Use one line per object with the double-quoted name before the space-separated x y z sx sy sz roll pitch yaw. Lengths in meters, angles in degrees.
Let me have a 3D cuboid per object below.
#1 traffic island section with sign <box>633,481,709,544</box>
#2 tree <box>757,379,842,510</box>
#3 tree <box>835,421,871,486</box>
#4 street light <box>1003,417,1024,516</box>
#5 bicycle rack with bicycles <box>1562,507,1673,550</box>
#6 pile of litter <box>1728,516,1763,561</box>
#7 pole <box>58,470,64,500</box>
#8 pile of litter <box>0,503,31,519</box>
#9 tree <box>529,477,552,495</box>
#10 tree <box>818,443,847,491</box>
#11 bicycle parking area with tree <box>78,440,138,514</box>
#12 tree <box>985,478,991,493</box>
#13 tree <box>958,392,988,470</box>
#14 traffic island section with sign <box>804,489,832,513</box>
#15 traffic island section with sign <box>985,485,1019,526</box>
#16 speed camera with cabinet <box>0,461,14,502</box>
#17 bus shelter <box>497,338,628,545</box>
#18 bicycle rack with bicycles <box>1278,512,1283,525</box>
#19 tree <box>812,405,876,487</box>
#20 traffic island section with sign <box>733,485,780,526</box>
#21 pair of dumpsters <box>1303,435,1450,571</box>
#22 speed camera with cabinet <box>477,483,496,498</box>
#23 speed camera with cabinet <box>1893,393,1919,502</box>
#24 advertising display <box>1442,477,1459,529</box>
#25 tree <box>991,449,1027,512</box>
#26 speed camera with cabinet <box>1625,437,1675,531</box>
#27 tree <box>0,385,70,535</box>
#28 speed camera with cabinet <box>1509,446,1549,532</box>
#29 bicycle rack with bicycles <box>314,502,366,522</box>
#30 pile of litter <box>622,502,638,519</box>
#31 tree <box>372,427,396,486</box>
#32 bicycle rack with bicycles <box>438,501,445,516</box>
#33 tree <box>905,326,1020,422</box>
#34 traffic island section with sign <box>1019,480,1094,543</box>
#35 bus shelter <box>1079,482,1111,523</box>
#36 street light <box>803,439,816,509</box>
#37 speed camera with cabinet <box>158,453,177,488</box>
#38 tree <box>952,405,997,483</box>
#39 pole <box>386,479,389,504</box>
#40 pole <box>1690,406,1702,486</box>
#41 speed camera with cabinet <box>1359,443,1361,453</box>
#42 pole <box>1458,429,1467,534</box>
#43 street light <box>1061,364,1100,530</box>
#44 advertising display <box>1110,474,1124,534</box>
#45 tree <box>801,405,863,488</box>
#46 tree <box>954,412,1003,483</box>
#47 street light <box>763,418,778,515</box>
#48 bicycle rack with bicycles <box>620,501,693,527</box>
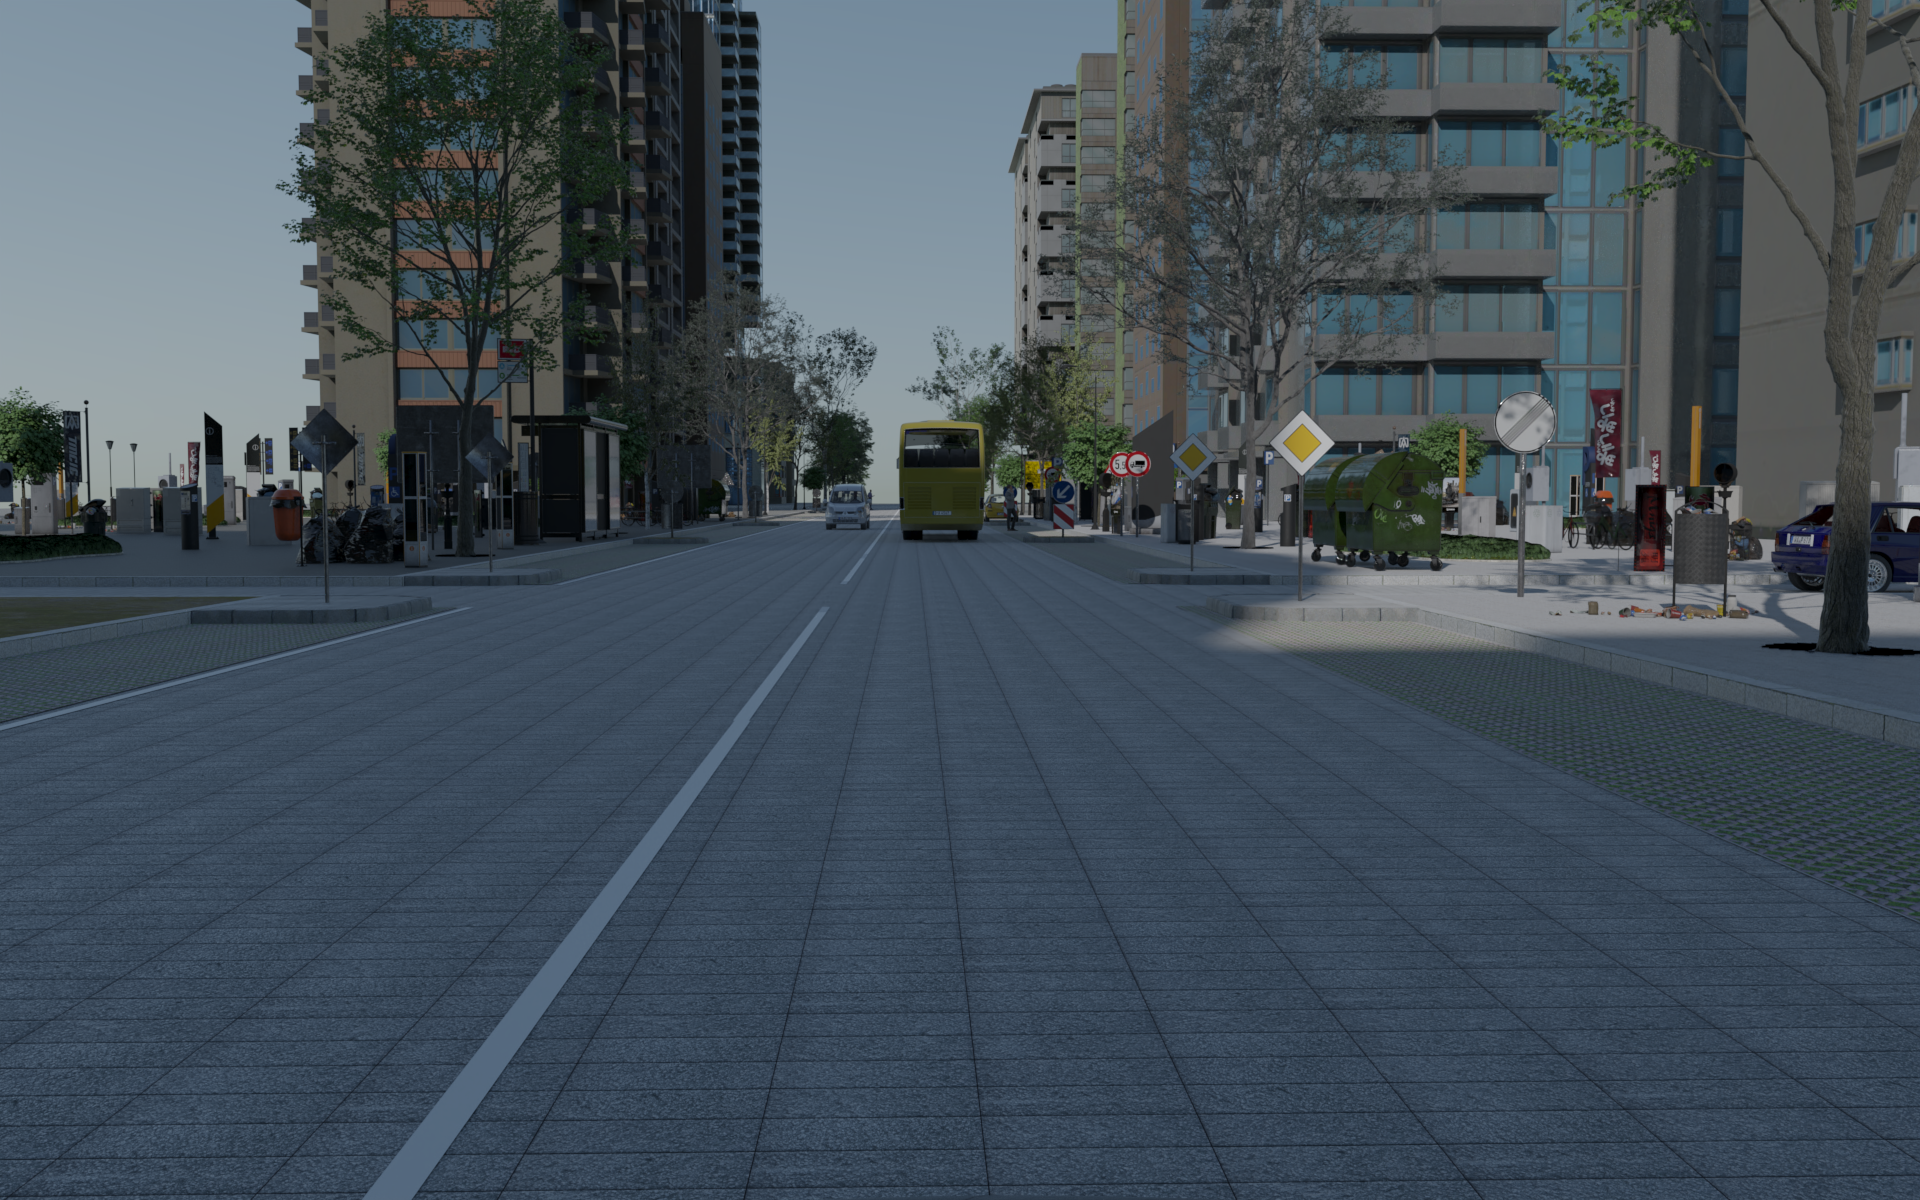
"traffic island section with sign" -8.334 -2.540 50.149 1.989 1.847 2.006 0 4 -2
"tree" -13.045 -12.586 140.188 7.601 10.594 8.767 0 4 8
"tree" -17.337 -21.006 261.579 7.486 12.596 7.792 0 3 0
"street light" 3.148 -8.009 103.480 1.470 5.913 1.316 0 4 -2
"bicycle rack with bicycles" 15.368 -1.658 40.497 2.852 0.926 2.925 0 4 4
"pile of litter" 14.966 -1.213 33.796 1.719 0.858 1.176 -2 4 -26
"pole" -42.519 -5.388 81.935 0.158 3.312 0.155 0 3 0
"pile of litter" -48.730 -4.607 89.295 1.719 0.858 1.176 0 4 -8
"tree" -18.546 -5.131 78.492 1.663 3.219 1.824 0 3 0
"tree" -16.339 -16.768 224.513 4.360 8.622 3.978 0 3 0
"bicycle parking area with tree" -46.211 -6.624 95.301 9.016 4.147 8.231 0 4 1
"tree" 2.416 -11.149 176.892 1.663 3.219 1.824 0 3 0
"tree" 3.149 -14.673 165.654 9.928 11.665 9.643 0 3 0
"traffic island section with sign" -10.564 -7.329 128.450 1.989 1.847 2.006 0 4 -2
"traffic island section with sign" 2.131 -4.278 78.578 1.989 1.847 2.006 0 4 -2
"speed camera with cabinet" -26.913 -3.254 47.532 0.660 3.252 2.038 0 4 8
"bus shelter" -10.898 -4.267 47.396 2.179 5.291 8.768 0 4 -2
"bicycle rack with bicycles" 13.028 -3.102 64.101 2.925 0.926 2.852 3 5 40
"tree" -16.883 -20.940 249.030 9.857 13.997 8.962 0 3 0
"traffic island section with sign" -9.129 -4.226 77.719 1.989 1.847 2.006 0 4 -2
"pair of dumpsters" 7.325 -1.726 30.710 1.574 2.255 4.437 0 4 -1
"speed camera with cabinet" -22.241 -5.348 81.772 0.660 3.252 2.038 0 4 2
"speed camera with cabinet" 18.388 -2.385 33.326 0.660 3.252 2.038 2 4 25
"advertising display" 18.137 -3.605 64.162 0.974 1.923 0.123 -2 4 -24
"tree" 3.828 -8.686 125.721 4.285 4.588 4.351 0 3 0
"speed camera with cabinet" 24.142 -4.032 60.252 2.038 3.252 0.660 -1 4 -20
"tree" -28.450 -4.198 52.352 4.285 4.588 4.351 0 3 0
"speed camera with cabinet" 19.018 -3.885 57.858 0.660 3.252 2.038 0 4 -3
"bicycle rack with bicycles" -27.448 -3.918 77.443 2.925 0.926 2.852 -3 5 -43
"pile of litter" -16.900 -4.532 88.056 1.719 0.858 1.176 -1 4 -14
"tree" -23.251 -5.495 73.565 4.285 4.588 4.351 0 3 0
"bicycle rack with bicycles" -27.426 -4.637 89.189 2.852 0.926 2.925 2 4 33
"tree" -0.271 -20.840 196.618 12.611 20.169 13.585 0 3 0
"traffic island section with sign" 2.896 -2.617 51.422 1.989 1.847 2.006 0 4 -2
"bus shelter" 6.319 -5.446 80.330 1.731 3.624 6.357 0 4 -2
"street light" -12.584 -10.600 145.849 1.470 5.913 1.316 0 4 -2
"speed camera with cabinet" -38.603 -5.435 83.201 2.038 3.252 0.660 1 4 20
"tree" 1.570 -18.179 215.361 7.486 12.596 7.792 0 3 0
"pole" -30.005 -5.935 90.883 0.158 3.312 0.155 0 3 0
"pole" 17.079 -2.837 40.236 0.158 3.312 0.155 0 3 0
"speed camera with cabinet" 15.532 -4.419 66.588 0.660 3.252 2.038 1 4 14
"pole" 15.770 -3.702 54.370 0.158 3.312 0.155 0 3 0
"street light" 4.319 -5.479 62.121 1.470 5.913 1.316 0 4 -2
"advertising display" 5.035 -3.074 55.475 0.123 1.923 0.974 -1 4 -14
"tree" -14.928 -16.906 202.167 9.928 11.665 9.643 0 3 0
"tree" 1.006 -19.164 230.339 9.611 12.733 9.660 0 3 0
"street light" -11.281 -8.096 104.907 1.470 5.913 1.316 0 4 -2
"bicycle rack with bicycles" -12.501 -3.415 69.209 2.925 0.926 2.852 2 4 33
